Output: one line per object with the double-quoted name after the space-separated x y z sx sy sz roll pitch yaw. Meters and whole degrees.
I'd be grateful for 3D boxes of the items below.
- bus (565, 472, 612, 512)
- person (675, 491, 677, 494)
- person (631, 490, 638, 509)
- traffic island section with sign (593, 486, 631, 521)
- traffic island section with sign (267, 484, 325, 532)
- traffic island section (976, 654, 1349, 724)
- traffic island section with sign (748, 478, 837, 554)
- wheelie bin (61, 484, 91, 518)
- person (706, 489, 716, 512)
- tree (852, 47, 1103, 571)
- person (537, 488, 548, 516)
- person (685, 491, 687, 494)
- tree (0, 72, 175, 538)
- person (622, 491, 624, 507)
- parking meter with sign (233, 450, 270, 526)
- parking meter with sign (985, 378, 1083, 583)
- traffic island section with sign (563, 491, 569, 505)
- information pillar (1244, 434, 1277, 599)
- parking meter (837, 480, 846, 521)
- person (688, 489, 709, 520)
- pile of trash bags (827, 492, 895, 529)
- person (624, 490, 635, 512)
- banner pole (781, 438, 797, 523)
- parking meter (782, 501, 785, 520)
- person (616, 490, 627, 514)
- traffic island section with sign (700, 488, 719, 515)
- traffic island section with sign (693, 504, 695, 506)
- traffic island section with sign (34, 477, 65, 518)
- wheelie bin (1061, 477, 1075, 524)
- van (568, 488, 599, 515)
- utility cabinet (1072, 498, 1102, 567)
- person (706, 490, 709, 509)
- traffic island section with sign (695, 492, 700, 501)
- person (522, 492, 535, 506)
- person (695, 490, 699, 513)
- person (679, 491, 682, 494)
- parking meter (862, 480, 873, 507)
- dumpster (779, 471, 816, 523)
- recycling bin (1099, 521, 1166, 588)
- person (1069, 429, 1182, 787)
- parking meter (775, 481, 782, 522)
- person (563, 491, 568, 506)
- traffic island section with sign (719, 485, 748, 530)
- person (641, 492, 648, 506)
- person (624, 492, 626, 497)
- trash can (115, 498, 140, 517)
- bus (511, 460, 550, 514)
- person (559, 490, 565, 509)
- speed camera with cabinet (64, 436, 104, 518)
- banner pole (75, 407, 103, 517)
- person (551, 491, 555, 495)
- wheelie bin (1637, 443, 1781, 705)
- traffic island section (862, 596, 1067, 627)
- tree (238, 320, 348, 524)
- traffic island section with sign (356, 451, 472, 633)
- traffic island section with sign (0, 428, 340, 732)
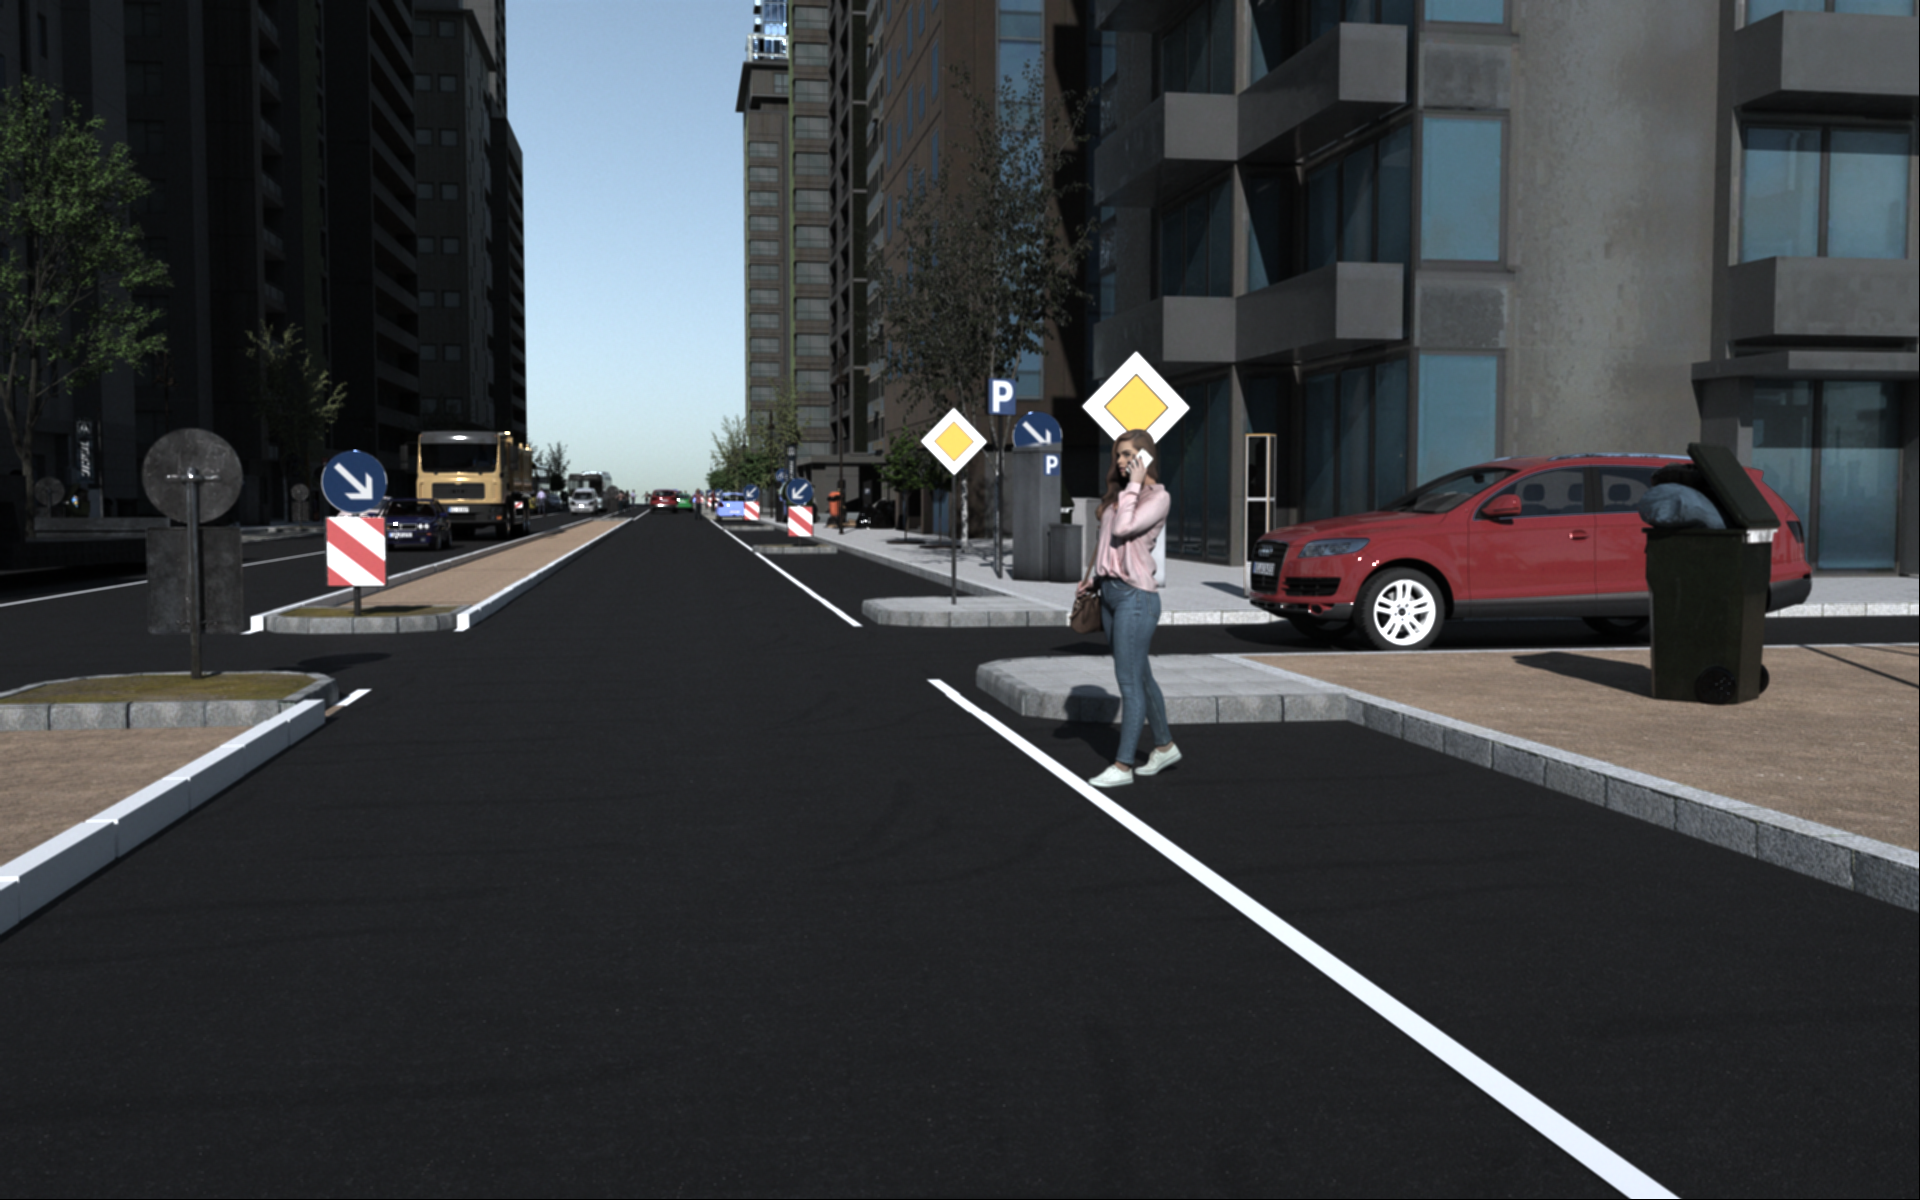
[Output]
-29.307 -8.719 137.407 2.948 3.499 13.247 0 4 -8 "bus"
-27.415 -9.661 167.011 0.990 1.755 0.434 1 4 10 "person"
-31.795 -9.834 169.156 0.599 1.838 0.709 -2 4 -35 "person"
-18.649 -5.183 92.879 2.006 1.907 1.989 -1 4 -9 "traffic island section with sign"
-25.124 -3.499 65.835 1.989 1.847 2.006 -1 4 -9 "traffic island section with sign"
1.247 0.614 12.248 2.009 0.180 2.903 -1 4 -9 "traffic island section"
-4.104 -2.082 42.671 1.989 1.847 2.006 -1 4 -9 "traffic island section with sign"
-26.556 -2.701 52.077 0.693 1.594 0.980 -3 5 -44 "wheelie bin"
-19.706 -7.945 138.335 1.348 1.831 0.705 2 4 33 "person"
0.566 -4.814 29.076 4.360 8.622 3.978 0 3 0 "tree"
-27.190 -6.384 112.747 0.709 1.838 0.599 0 4 3 "person"
-25.523 -9.321 161.426 1.217 1.766 0.721 1 4 21 "person"
-23.970 -7.232 43.998 9.928 11.665 9.643 0 3 0 "tree"
-37.041 -11.116 190.797 0.434 1.755 0.990 0 4 -5 "person"
-28.607 -4.493 69.727 0.543 3.016 1.738 1 4 22 "parking meter with sign"
1.124 -1.793 25.577 0.543 3.016 1.738 -3 4 -38 "parking meter with sign"
-51.163 -13.161 223.816 1.989 1.847 2.006 -1 4 -9 "traffic island section with sign"
3.677 -1.023 21.213 0.304 2.012 0.304 2 4 26 "information pillar"
-4.787 -3.928 69.939 0.255 1.863 0.399 1 4 11 "parking meter"
-14.708 -5.392 97.377 1.217 1.743 0.721 -1 4 -9 "person"
-3.292 -3.335 64.273 3.447 1.369 1.912 -2 4 -26 "pile of trash bags"
-26.883 -8.012 140.213 1.217 1.735 0.721 1 4 15 "person"
-7.597 -5.314 76.903 0.863 3.779 0.401 3 4 37 "banner pole"
-8.864 -4.774 86.467 0.372 1.533 0.369 0 3 0 "parking meter"
-24.616 -7.110 125.464 0.721 1.736 1.217 3 5 42 "person"
-16.648 -6.739 118.804 1.989 1.847 2.006 -1 4 -9 "traffic island section with sign"
-29.981 -11.680 199.594 1.989 1.847 2.006 -1 4 -9 "traffic island section with sign"
-20.722 -1.867 39.147 1.989 1.847 2.006 -1 4 -9 "traffic island section with sign"
1.347 -1.208 27.662 0.980 1.594 0.693 -3 5 -39 "wheelie bin"
-25.599 -6.785 117.949 2.013 2.044 4.112 0 4 -8 "van"
2.268 -1.206 30.875 0.306 1.237 1.020 1 4 20 "utility cabinet"
-24.615 -9.803 168.796 0.705 1.823 1.348 -1 4 -9 "person"
-21.040 -8.365 145.400 1.989 1.847 2.006 -1 4 -9 "traffic island section with sign"
-23.522 -5.193 94.198 0.721 1.735 1.217 1 4 19 "person"
-20.240 -7.612 133.751 0.445 1.727 0.742 0 4 -7 "person"
-28.784 -10.377 178.950 0.721 1.735 1.217 0 4 6 "person"
-3.768 -3.961 70.470 0.399 1.863 0.255 0 4 4 "parking meter"
-7.085 -4.470 75.570 1.502 2.255 1.985 -1 4 -9 "dumpster"
2.381 -0.697 23.949 0.722 1.027 0.722 -1 4 -18 "recycling bin"
0.889 0.028 8.628 0.643 1.750 0.593 -1 4 -22 "person"
-8.238 -4.469 78.778 0.255 1.863 0.399 -1 4 -15 "parking meter"
-46.660 -12.036 205.367 0.705 1.814 1.350 2 4 34 "person"
-8.482 -3.709 69.269 1.989 1.847 2.006 -1 4 -9 "traffic island section with sign"
-36.611 -11.813 202.356 1.217 1.736 0.721 -2 4 -25 "person"
-45.938 -13.932 237.213 0.530 1.710 0.541 0 4 -2 "person"
-27.553 -2.794 57.328 0.748 1.137 0.748 0 3 0 "trash can"
-31.613 -8.227 126.058 2.896 3.916 12.252 -1 4 -9 "bus"
-38.108 -9.612 165.676 0.705 1.822 1.348 1 4 21 "person"
-29.653 -3.931 58.605 2.038 3.252 0.660 3 5 44 "speed camera with cabinet"
-24.862 -3.644 49.594 0.863 3.779 0.401 -2 4 -33 "banner pole"
-48.434 -12.069 205.928 0.705 1.812 1.348 3 4 37 "person"
4.647 -0.177 10.810 0.693 1.594 0.980 3 5 42 "wheelie bin"
-0.052 0.132 20.127 2.009 0.180 2.903 -1 4 -9 "traffic island section"
-28.531 -7.537 73.595 4.737 8.622 4.395 0 3 0 "tree"
-6.418 -0.648 18.738 2.006 1.907 1.989 -1 4 -9 "traffic island section with sign"
-5.223 -0.201 11.428 2.006 1.907 1.989 -1 4 -9 "traffic island section with sign"
